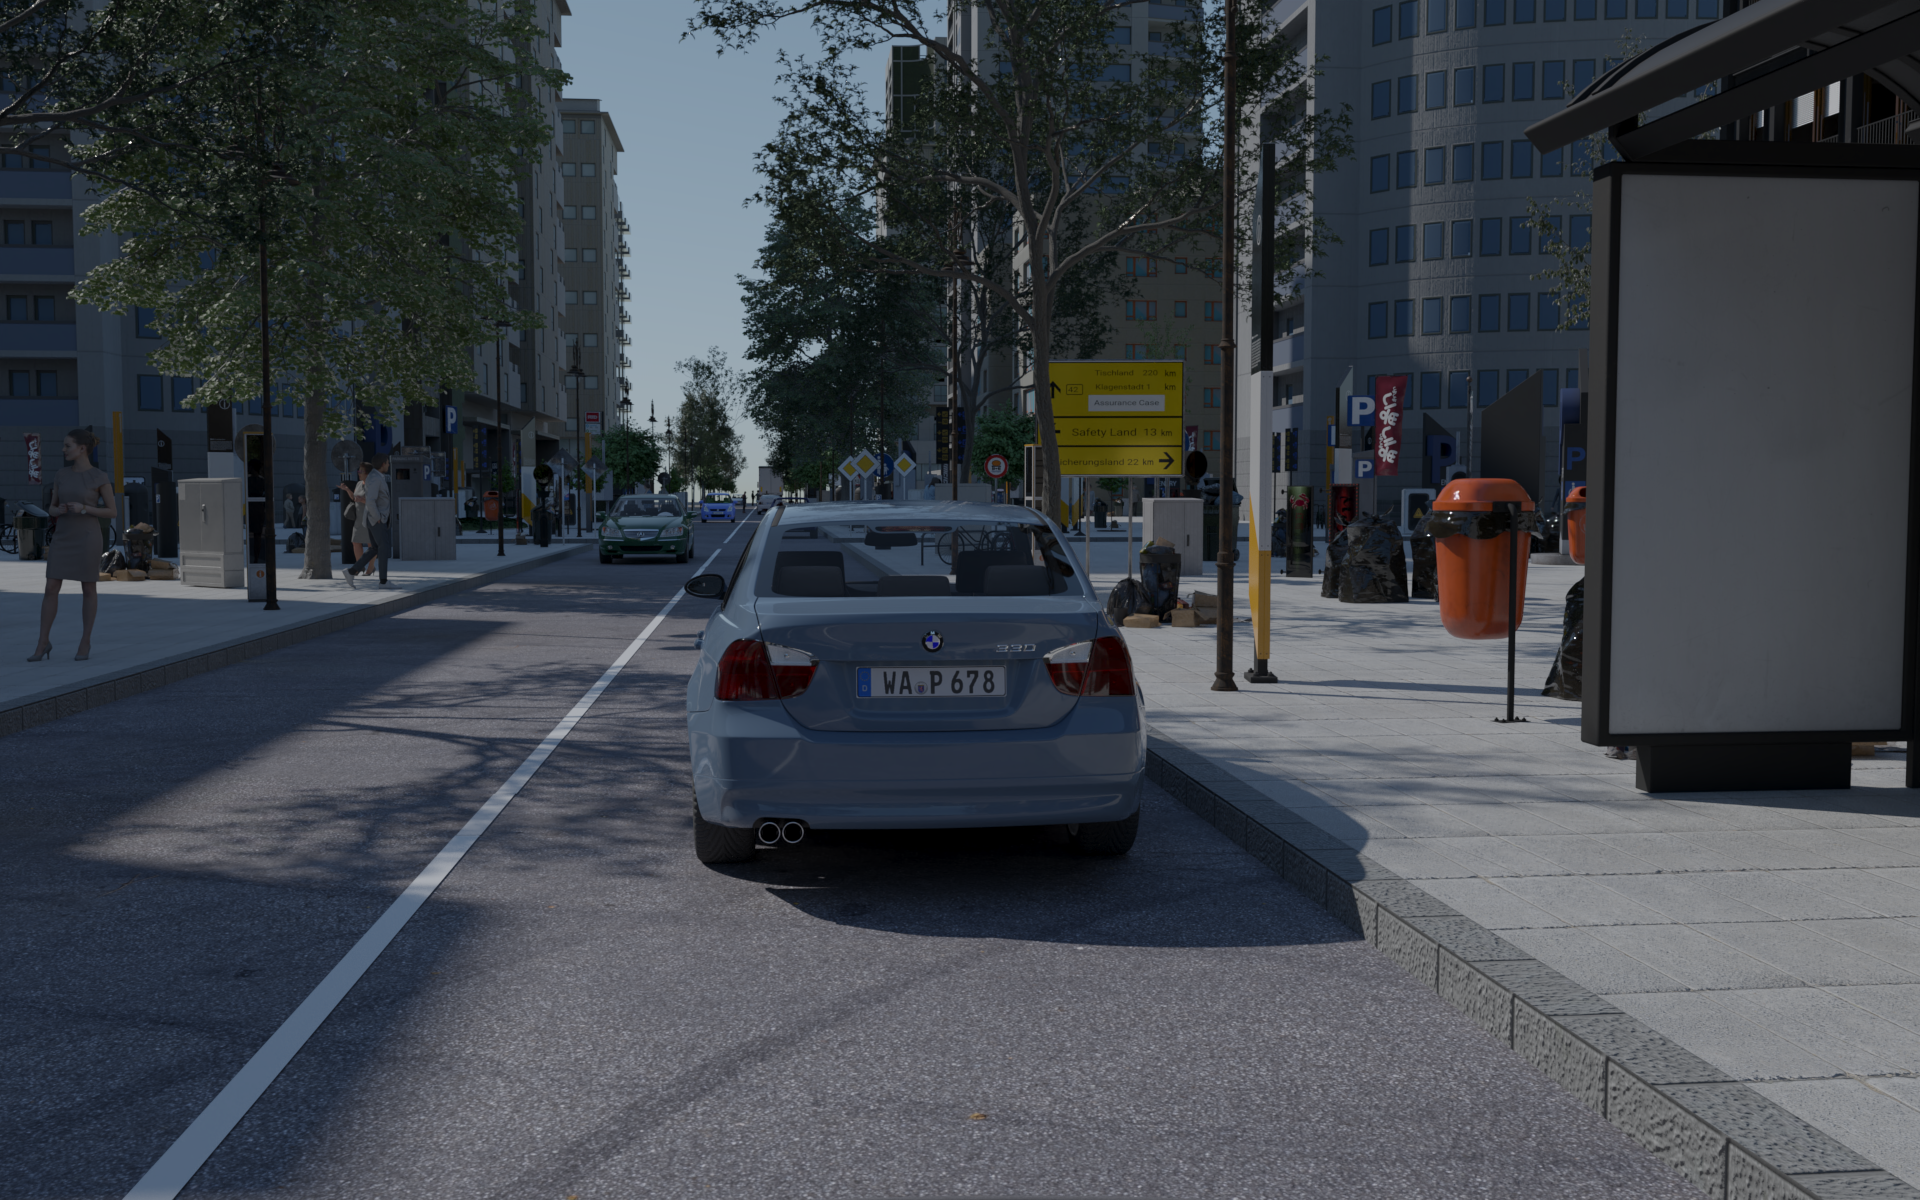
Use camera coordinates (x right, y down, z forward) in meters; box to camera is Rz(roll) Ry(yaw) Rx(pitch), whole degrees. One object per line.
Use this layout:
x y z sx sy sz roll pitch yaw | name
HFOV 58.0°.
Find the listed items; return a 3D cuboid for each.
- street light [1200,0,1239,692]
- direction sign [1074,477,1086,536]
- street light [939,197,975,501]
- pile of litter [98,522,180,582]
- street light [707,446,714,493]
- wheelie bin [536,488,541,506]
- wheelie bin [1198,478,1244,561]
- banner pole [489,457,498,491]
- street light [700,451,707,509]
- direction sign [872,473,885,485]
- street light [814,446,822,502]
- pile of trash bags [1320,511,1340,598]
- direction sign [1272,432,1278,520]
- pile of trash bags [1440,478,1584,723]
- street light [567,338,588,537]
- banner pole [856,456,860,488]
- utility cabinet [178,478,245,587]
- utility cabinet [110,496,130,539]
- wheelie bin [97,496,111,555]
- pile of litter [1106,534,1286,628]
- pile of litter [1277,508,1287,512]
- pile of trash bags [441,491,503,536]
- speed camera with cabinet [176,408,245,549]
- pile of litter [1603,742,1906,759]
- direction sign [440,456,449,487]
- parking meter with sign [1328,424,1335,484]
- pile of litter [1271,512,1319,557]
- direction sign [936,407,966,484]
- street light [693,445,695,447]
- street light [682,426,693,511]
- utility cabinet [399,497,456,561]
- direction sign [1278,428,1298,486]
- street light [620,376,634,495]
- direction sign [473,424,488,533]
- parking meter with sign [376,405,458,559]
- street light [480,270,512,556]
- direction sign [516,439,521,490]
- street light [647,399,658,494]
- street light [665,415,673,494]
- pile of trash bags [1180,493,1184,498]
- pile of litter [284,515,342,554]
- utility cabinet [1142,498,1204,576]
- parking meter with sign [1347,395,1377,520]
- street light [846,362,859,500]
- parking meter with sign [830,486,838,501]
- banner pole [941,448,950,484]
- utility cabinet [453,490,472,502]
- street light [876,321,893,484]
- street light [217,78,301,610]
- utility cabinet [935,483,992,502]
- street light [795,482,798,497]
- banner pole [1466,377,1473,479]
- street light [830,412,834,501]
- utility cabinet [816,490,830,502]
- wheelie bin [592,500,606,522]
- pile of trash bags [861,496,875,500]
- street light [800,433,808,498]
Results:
1.730 -2.346 11.150 0.468 5.910 1.993 0 4 -6 | street light
3.676 -3.731 53.005 0.379 3.537 0.876 1 4 23 | direction sign
-0.081 -3.338 27.368 0.468 5.910 1.993 0 4 -6 | street light
-12.228 -0.729 25.882 1.719 0.858 1.176 -1 4 -11 | pile of litter
-23.342 -11.480 160.482 0.468 5.910 1.993 0 4 -6 | street light
-21.515 -4.857 87.328 0.980 1.594 0.693 0 4 2 | wheelie bin
4.967 -1.542 33.126 0.980 1.594 0.693 2 4 35 | wheelie bin
-31.486 -7.754 116.788 0.863 3.779 0.401 1 4 20 | banner pole
-21.615 -10.487 144.255 0.468 5.910 1.993 0 4 -6 | street light
-5.365 -7.464 114.035 0.876 3.537 0.379 0 4 -1 | direction sign
-7.469 -7.358 93.085 0.468 5.910 1.993 0 4 -6 | street light
6.106 -0.680 20.871 3.447 1.369 1.912 1 4 12 | pile of trash bags
11.522 -4.364 63.346 0.379 3.537 0.876 2 4 35 | direction sign
4.317 -0.044 10.471 3.447 1.369 1.912 -1 4 -22 | pile of trash bags
-11.326 -4.805 51.357 0.468 5.910 1.993 0 4 -6 | street light
-6.556 -7.393 110.889 0.401 3.779 0.863 1 4 18 | banner pole
-10.316 -0.927 23.829 1.173 1.500 0.318 3 4 38 | utility cabinet
-24.314 -2.344 49.493 1.020 1.237 0.306 -3 4 -36 | utility cabinet
-15.940 -1.455 31.696 0.693 1.594 0.980 2 4 30 | wheelie bin
2.164 -0.194 17.137 1.719 0.858 1.176 -1 4 -16 | pile of litter
10.096 -2.456 54.127 1.719 0.858 1.176 2 4 26 | pile of litter
-15.969 -2.695 53.813 3.447 1.369 1.912 -2 4 -26 | pile of trash bags
-17.453 -2.804 40.182 2.038 3.252 0.660 2 4 27 | speed camera with cabinet
4.010 0.328 8.603 1.719 0.858 1.176 0 4 0 | pile of litter
-31.161 -6.868 104.282 0.876 3.537 0.379 1 4 10 | direction sign
9.697 -2.932 44.192 0.543 3.016 1.738 1 4 15 | parking meter with sign
6.891 -1.324 35.619 1.719 0.858 1.176 -3 5 -43 | pile of litter
-0.188 -3.246 45.064 0.876 3.537 0.379 -1 4 -10 | direction sign
-19.822 -9.495 128.036 0.468 5.910 1.993 0 4 -6 | street light
-18.650 -8.867 117.766 0.468 5.910 1.993 0 4 -6 | street light
-10.311 -1.369 33.546 1.020 1.237 0.306 -2 4 -26 | utility cabinet
11.362 -4.125 59.434 0.379 3.537 0.876 -1 4 -17 | direction sign
-13.030 -5.816 67.885 0.468 5.910 1.993 0 4 -6 | street light
-15.691 -3.957 56.696 0.379 3.537 0.876 -3 5 -45 | direction sign
-10.894 -2.331 34.369 1.738 3.016 0.543 0 4 7 | parking meter with sign
-9.509 -3.849 35.720 0.468 5.910 1.993 0 4 -6 | street light
-18.126 -4.849 71.276 0.379 3.537 0.876 -2 4 -28 | direction sign
-14.913 -6.812 84.166 0.468 5.910 1.993 0 4 -6 | street light
-16.946 -7.840 100.967 0.468 5.910 1.993 0 4 -6 | street light
12.148 -5.394 97.950 1.912 1.369 3.447 1 4 19 | pile of trash bags
-14.062 -1.474 38.062 1.719 0.858 1.176 -3 4 -37 | pile of litter
3.354 -0.983 27.239 1.020 1.237 0.306 -2 4 -33 | utility cabinet
6.924 -2.050 29.778 0.543 3.016 1.738 1 4 12 | parking meter with sign
-3.755 -5.328 59.906 0.468 5.910 1.993 0 4 -6 | street light
-7.933 -6.878 108.712 0.543 3.016 1.738 1 4 12 | parking meter with sign
-0.540 -5.667 82.672 0.863 3.779 0.401 -1 4 -21 | banner pole
-25.306 -4.848 87.942 1.173 1.500 0.318 2 4 29 | utility cabinet
-1.966 -4.341 43.763 0.468 5.910 1.993 0 4 -6 | street light
-7.625 -2.827 19.012 0.468 5.910 1.993 0 4 -6 | street light
0.070 -1.691 36.325 1.173 1.500 0.318 2 4 24 | utility cabinet
-14.101 -11.017 152.909 0.468 5.910 1.993 0 4 -6 | street light
10.811 -2.859 36.755 0.401 3.779 0.863 1 4 10 | banner pole
-5.630 -6.366 76.870 0.468 5.910 1.993 0 4 -6 | street light
-8.153 -5.776 103.122 0.318 1.500 1.173 1 4 23 | utility cabinet
-16.603 -4.374 79.428 0.980 1.594 0.693 3 5 42 | wheelie bin
-3.251 -3.488 66.788 1.912 1.369 3.447 0 4 4 | pile of trash bags
-12.207 -10.012 136.490 0.468 5.910 1.993 0 4 -6 | street light
